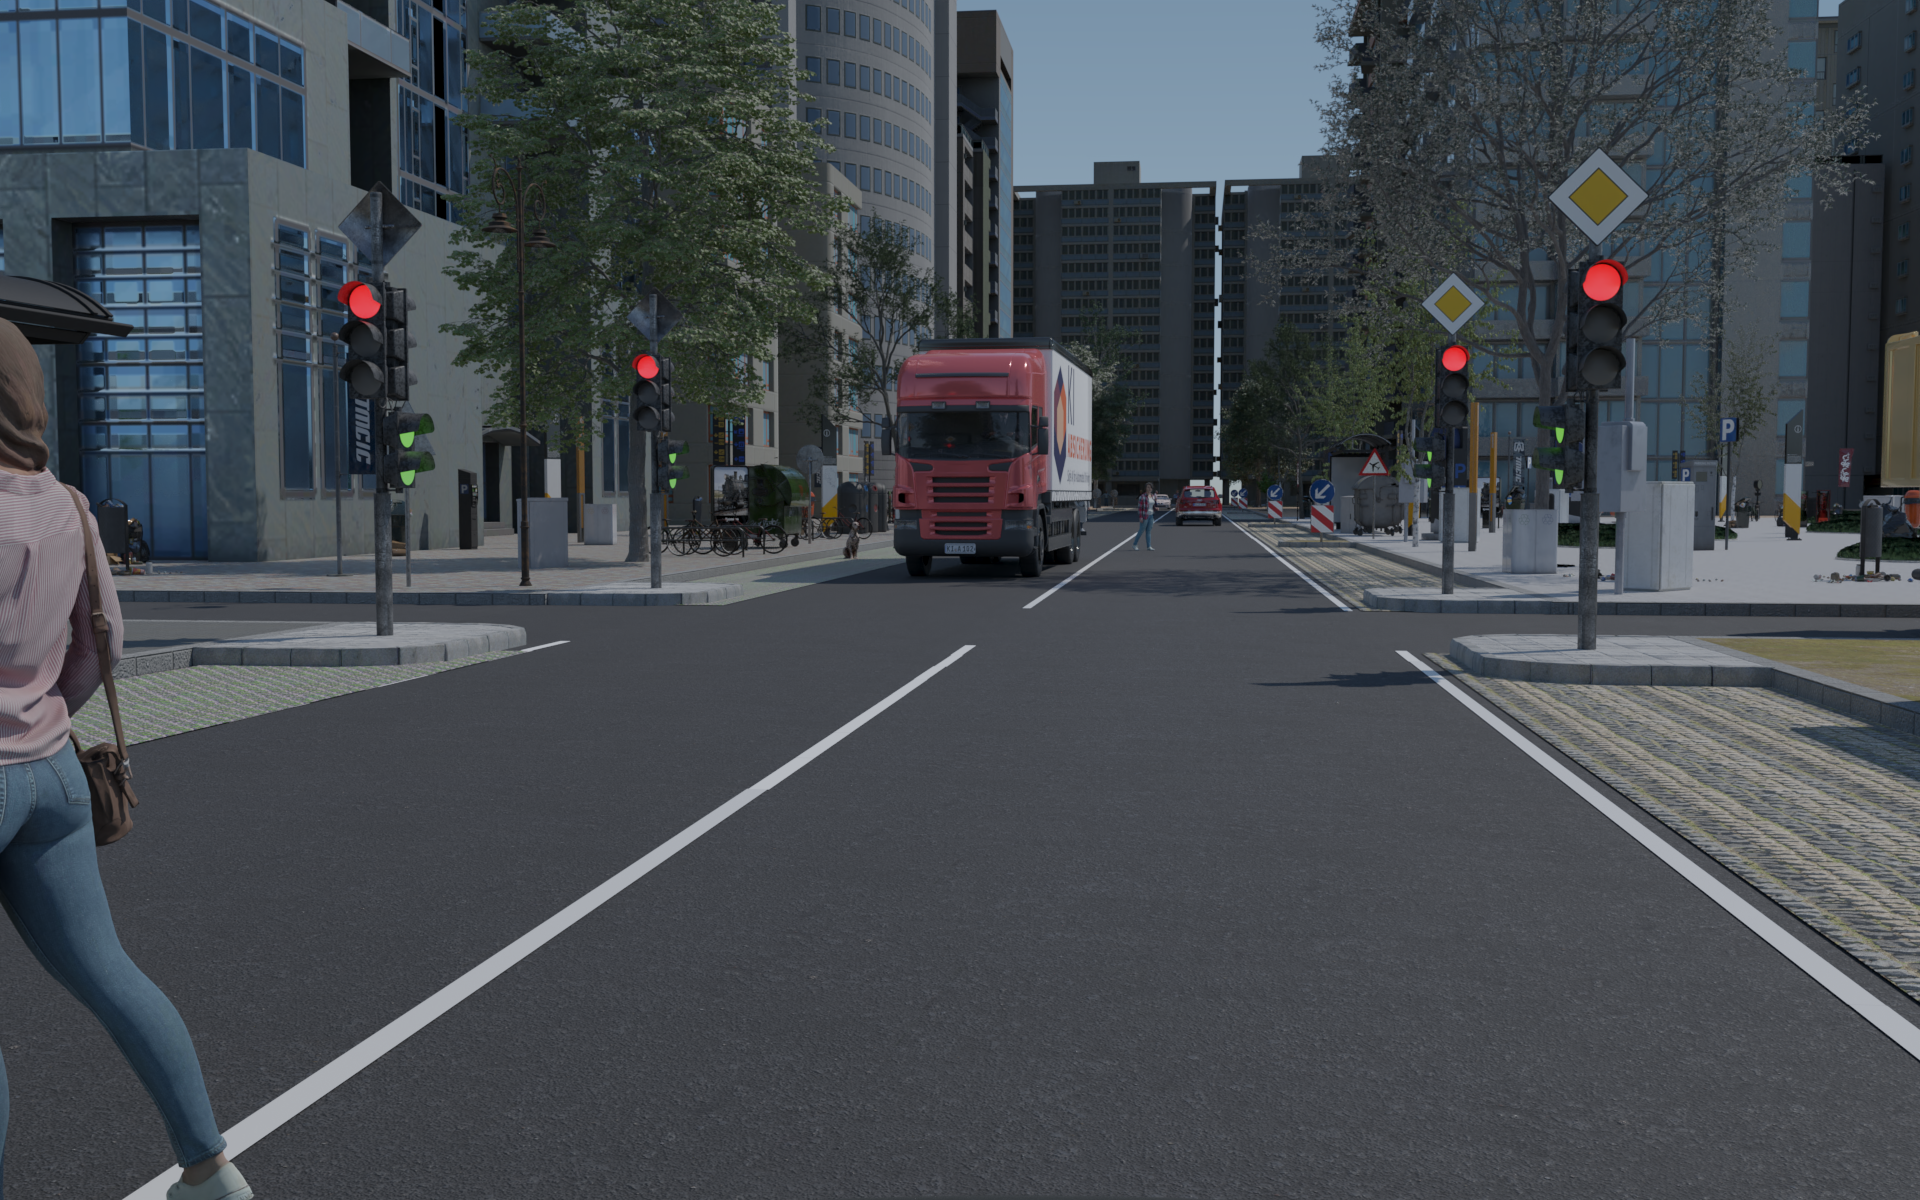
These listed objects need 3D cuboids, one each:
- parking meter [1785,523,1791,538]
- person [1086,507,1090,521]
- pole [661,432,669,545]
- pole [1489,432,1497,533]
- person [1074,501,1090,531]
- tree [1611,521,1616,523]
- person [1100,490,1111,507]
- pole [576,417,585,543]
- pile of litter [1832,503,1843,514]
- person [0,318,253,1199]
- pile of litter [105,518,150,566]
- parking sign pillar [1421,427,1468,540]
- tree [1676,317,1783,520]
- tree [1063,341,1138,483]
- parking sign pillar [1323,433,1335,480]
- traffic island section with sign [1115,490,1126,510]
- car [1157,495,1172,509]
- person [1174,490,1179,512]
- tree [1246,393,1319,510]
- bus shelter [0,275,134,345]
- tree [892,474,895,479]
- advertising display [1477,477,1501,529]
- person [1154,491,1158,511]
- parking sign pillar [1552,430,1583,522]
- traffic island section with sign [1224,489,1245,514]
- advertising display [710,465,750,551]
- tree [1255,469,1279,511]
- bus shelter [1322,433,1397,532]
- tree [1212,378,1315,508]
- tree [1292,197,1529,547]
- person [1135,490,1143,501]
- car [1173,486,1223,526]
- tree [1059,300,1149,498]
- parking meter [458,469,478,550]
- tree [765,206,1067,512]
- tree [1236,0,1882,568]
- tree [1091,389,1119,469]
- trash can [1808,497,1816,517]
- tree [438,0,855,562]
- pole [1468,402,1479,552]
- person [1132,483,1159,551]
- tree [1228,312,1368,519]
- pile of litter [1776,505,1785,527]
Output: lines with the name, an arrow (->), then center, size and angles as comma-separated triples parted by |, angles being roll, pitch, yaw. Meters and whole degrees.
parking meter -> 24.561, -2.773, 51.049 | 0.399, 1.863, 0.255 | 2, 4, 28
person -> 6.700, -5.190, 93.213 | 0.638, 1.841, 0.748 | -3, 4, -37
pole -> -7.511, -3.069, 44.016 | 0.158, 3.312, 0.155 | 0, 3, 0
pole -> 17.614, -3.877, 57.231 | 0.158, 3.312, 0.155 | 0, 3, 0
person -> 4.664, -3.566, 66.646 | 0.661, 1.843, 0.795 | -2, 4, -24
tree -> 29.610, -5.075, 77.574 | 1.663, 3.219, 1.824 | 0, 3, 0
person -> 15.196, -10.480, 179.930 | 1.350, 1.814, 0.705 | 0, 4, 3
pole -> -10.000, -3.168, 45.647 | 0.158, 3.312, 0.155 | 0, 3, 0
pile of litter -> 41.094, -4.072, 80.539 | 1.719, 0.858, 1.176 | -3, 4, -37
person -> -1.695, 0.361, 3.193 | 0.643, 1.750, 0.593 | 1, 4, 10
pile of litter -> -15.436, -1.082, 31.658 | 1.176, 0.858, 1.719 | 0, 4, 0
parking sign pillar -> 13.641, -3.660, 48.312 | 1.447, 3.967, 1.447 | -1, 4, -12
tree -> 32.515, -7.491, 72.847 | 4.360, 8.622, 3.978 | 0, 3, 0
tree -> 10.179, -14.467, 143.187 | 9.857, 13.997, 8.962 | 0, 3, 0
parking sign pillar -> 15.897, -5.271, 74.658 | 1.447, 3.967, 1.447 | 1, 4, 10
traffic island section with sign -> 13.571, -8.749, 151.678 | 1.989, 1.847, 2.006 | 0, 4, 8
car -> 19.136, -9.346, 165.172 | 2.083, 1.381, 4.827 | 0, 4, 8
person -> 17.784, -8.130, 141.977 | 0.434, 1.755, 0.990 | 1, 4, 10
tree -> 20.498, -9.730, 109.449 | 4.360, 8.622, 3.978 | 0, 3, 0
bus shelter -> -9.142, -1.214, 13.765 | 2.014, 3.302, 5.546 | 0, 4, 8
tree -> -1.612, -4.384, 66.275 | 1.663, 3.219, 1.824 | 0, 3, 0
advertising display -> 19.728, -3.641, 64.743 | 0.974, 1.923, 0.123 | 3, 4, 38
person -> 16.985, -8.595, 149.966 | 0.436, 1.711, 0.756 | 1, 4, 17
parking sign pillar -> 22.146, -4.538, 62.673 | 1.447, 3.967, 1.447 | 2, 4, 26
traffic island section with sign -> 20.096, -7.043, 123.788 | 1.989, 1.847, 2.006 | 0, 4, 8
advertising display -> -5.170, -2.064, 38.961 | 0.974, 1.923, 0.123 | -3, 5, -41
tree -> 23.288, -8.423, 132.317 | 1.663, 3.219, 1.824 | 0, 3, 0
bus shelter -> 13.864, -4.063, 60.359 | 2.014, 3.302, 5.546 | 0, 4, 8
tree -> 28.355, -15.116, 164.153 | 9.611, 12.733, 9.660 | 0, 3, 0
tree -> 11.270, -5.597, 41.870 | 4.737, 8.622, 4.395 | 0, 3, 0
person -> 13.986, -7.667, 134.377 | 0.721, 1.766, 1.217 | 3, 5, 42
car -> 10.920, -4.326, 79.404 | 2.281, 1.827, 5.304 | 0, 4, 6
tree -> 12.578, -19.330, 171.931 | 12.611, 20.169, 13.585 | 0, 3, 0
parking meter -> -11.362, -2.099, 40.029 | 0.399, 1.863, 0.255 | 1, 4, 19
tree -> -1.962, -7.429, 55.873 | 8.767, 10.594, 7.601 | -2, 4, -34
tree -> 10.390, -7.340, 30.377 | 12.009, 13.543, 11.850 | 0, 3, 0
tree -> 8.488, -12.006, 130.707 | 7.601, 10.594, 8.767 | 0, 4, 2
trash can -> 40.659, -4.340, 82.605 | 0.748, 1.137, 0.748 | 0, 3, 0
tree -> -5.692, -7.000, 32.583 | 7.486, 12.596, 7.792 | 0, 3, 0
pole -> 11.464, -2.741, 38.661 | 0.158, 3.312, 0.155 | 0, 3, 0
person -> 4.723, -2.119, 43.989 | 0.563, 1.720, 0.643 | -3, 4, -39
tree -> 17.346, -9.473, 89.294 | 7.601, 10.594, 8.767 | 1, 4, 8
pile of litter -> 32.837, -3.323, 68.304 | 1.719, 0.858, 1.176 | -3, 4, -38
